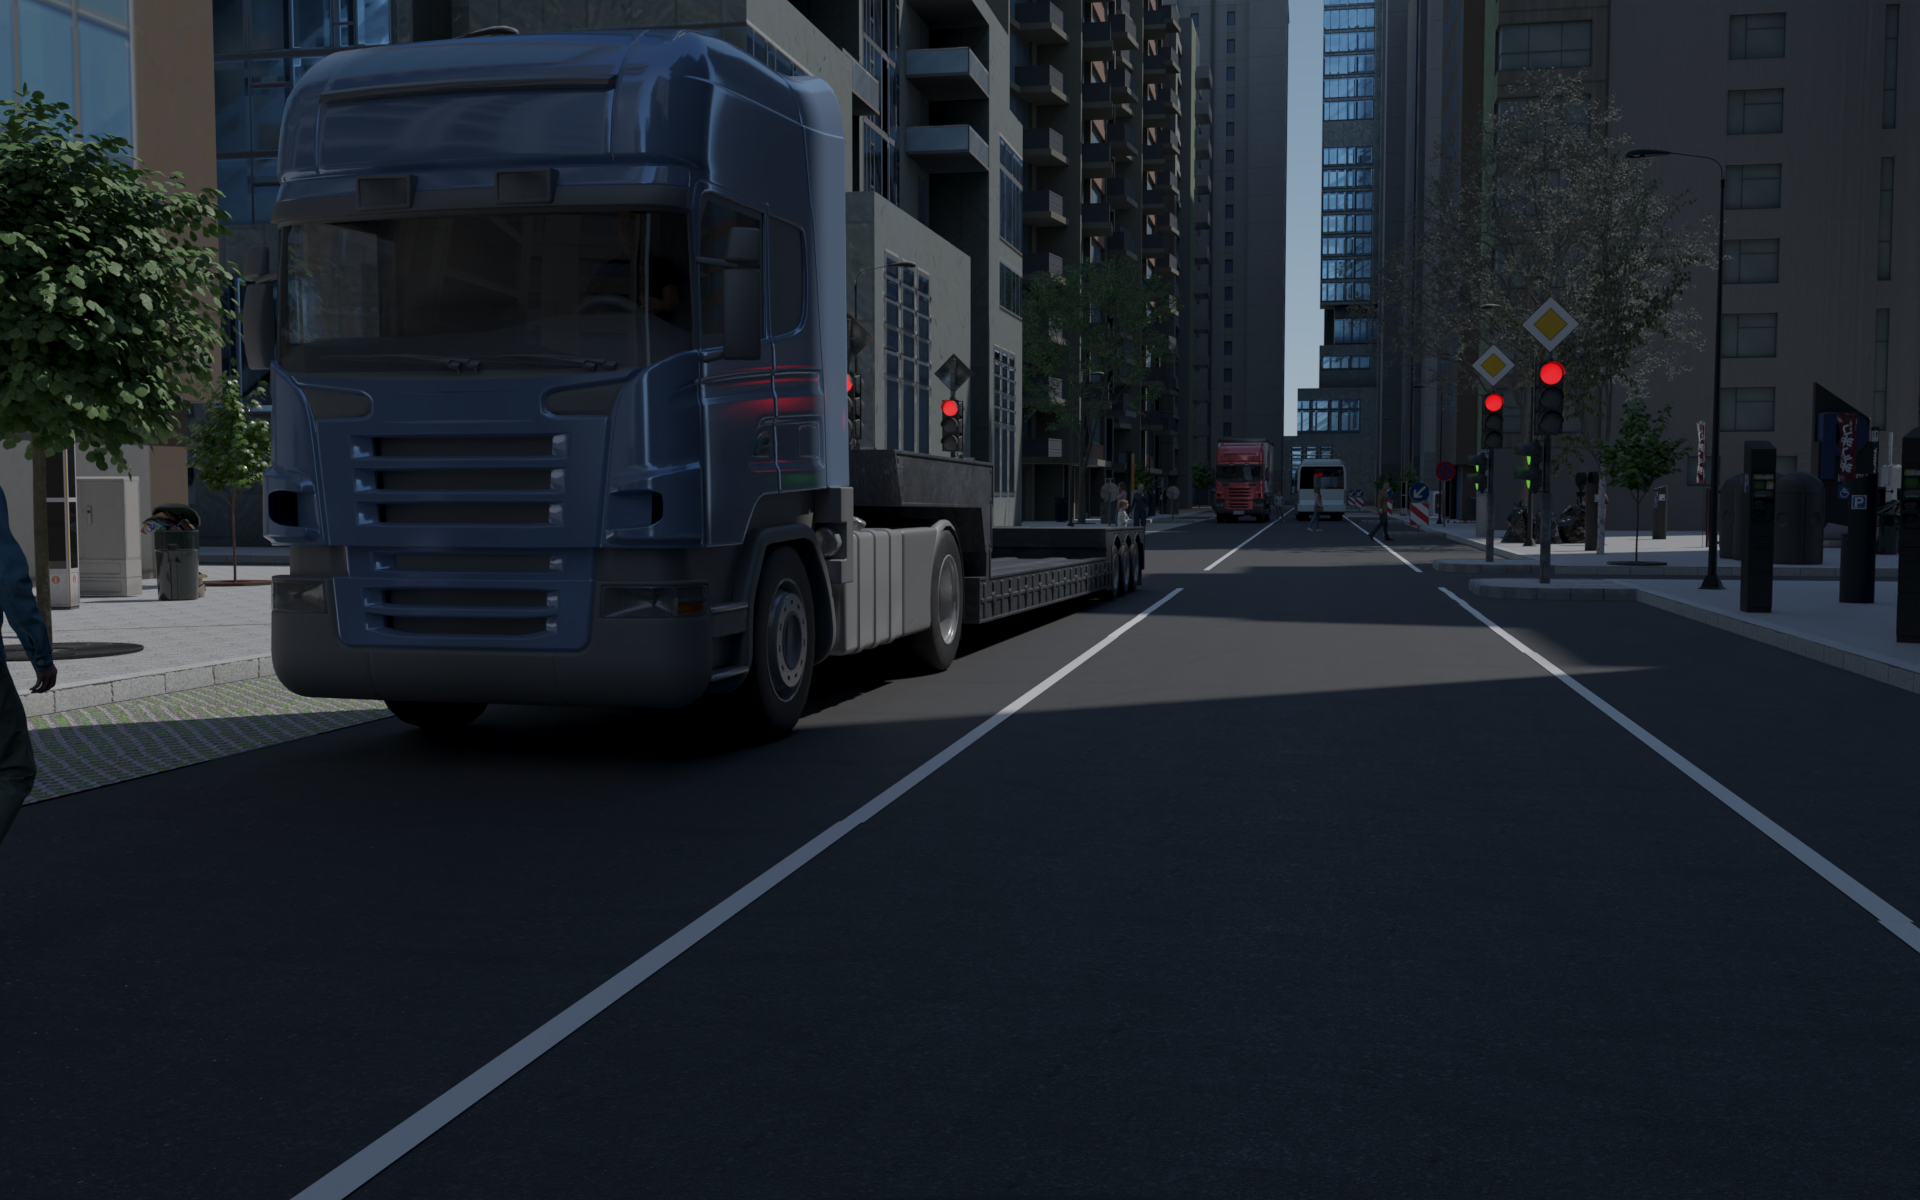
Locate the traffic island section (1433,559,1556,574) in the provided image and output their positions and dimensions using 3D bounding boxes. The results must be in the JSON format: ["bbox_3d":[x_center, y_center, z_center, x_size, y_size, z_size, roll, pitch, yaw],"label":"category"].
[{"bbox_3d":[10.021,-0.638,32.706,2.009,0.180,2.903,1,4,12],"label":"traffic island section"}]

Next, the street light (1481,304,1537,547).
[{"bbox_3d":[13.438,-4.273,42.406,1.470,5.913,1.316,1,4,12],"label":"street light"}]

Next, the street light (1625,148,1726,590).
[{"bbox_3d":[9.626,-3.106,23.324,1.470,5.913,1.316,1,4,12],"label":"street light"}]

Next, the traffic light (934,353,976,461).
[{"bbox_3d":[-0.123,-2.796,34.641,0.839,4.253,0.868,1,4,12],"label":"traffic light"}]

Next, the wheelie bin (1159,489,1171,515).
[{"bbox_3d":[12.870,-6.166,108.715,0.693,1.594,0.980,1,4,22],"label":"wheelie bin"}]

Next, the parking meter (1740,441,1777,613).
[{"bbox_3d":[8.661,-0.800,18.794,0.255,1.863,0.399,1,4,11],"label":"parking meter"}]

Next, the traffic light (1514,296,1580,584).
[{"bbox_3d":[8.385,-2.193,24.776,0.839,4.253,0.868,1,4,12],"label":"traffic light"}]

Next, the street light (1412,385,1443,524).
[{"bbox_3d":[19.968,-6.202,73.942,1.470,5.913,1.316,1,4,12],"label":"street light"}]

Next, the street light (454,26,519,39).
[{"bbox_3d":[-5.059,-2.748,17.465,1.470,5.913,1.316,1,4,12],"label":"street light"}]

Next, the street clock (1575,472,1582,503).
[{"bbox_3d":[20.642,-3.244,57.603,0.358,2.002,0.471,0,4,-2],"label":"street clock"}]

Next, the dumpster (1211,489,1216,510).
[{"bbox_3d":[20.701,-7.829,136.218,1.865,1.857,1.264,1,4,13],"label":"dumpster"}]

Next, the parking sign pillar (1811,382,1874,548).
[{"bbox_3d":[21.168,-3.247,41.560,1.447,3.967,1.447,0,4,3],"label":"parking sign pillar"}]

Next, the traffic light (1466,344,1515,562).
[{"bbox_3d":[9.983,-2.672,32.600,0.839,4.253,0.868,1,4,12],"label":"traffic light"}]

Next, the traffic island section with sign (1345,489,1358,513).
[{"bbox_3d":[30.411,-7.573,132.451,1.989,1.847,2.006,1,4,12],"label":"traffic island section with sign"}]

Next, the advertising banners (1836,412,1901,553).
[{"bbox_3d":[19.732,-2.513,37.268,2.074,3.025,0.090,-1,4,-9],"label":"advertising banners"}]

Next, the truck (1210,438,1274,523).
[{"bbox_3d":[14.687,-6.141,89.323,2.839,4.237,11.283,1,4,12],"label":"truck"}]

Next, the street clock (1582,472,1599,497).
[{"bbox_3d":[20.461,-3.143,55.965,0.358,2.002,0.471,0,4,-3],"label":"street clock"}]

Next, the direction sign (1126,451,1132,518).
[{"bbox_3d":[8.878,-6.062,91.117,0.379,3.537,0.876,-1,4,-11],"label":"direction sign"}]

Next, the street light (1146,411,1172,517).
[{"bbox_3d":[11.214,-7.647,97.569,1.470,5.913,1.316,1,4,12],"label":"street light"}]

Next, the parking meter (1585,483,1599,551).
[{"bbox_3d":[14.339,-1.881,39.164,0.372,1.533,0.369,0,3,0],"label":"parking meter"}]

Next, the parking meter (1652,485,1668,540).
[{"bbox_3d":[19.808,-2.484,49.020,0.372,1.533,0.369,0,3,0],"label":"parking meter"}]

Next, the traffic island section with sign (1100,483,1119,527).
[{"bbox_3d":[5.102,-3.070,58.823,1.989,1.847,2.006,1,4,12],"label":"traffic island section with sign"}]

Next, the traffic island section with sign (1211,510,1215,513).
[{"bbox_3d":[20.548,-7.694,134.423,1.989,1.847,2.006,1,4,12],"label":"traffic island section with sign"}]

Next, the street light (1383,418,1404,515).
[{"bbox_3d":[26.457,-8.142,105.667,1.470,5.913,1.316,1,4,12],"label":"street light"}]

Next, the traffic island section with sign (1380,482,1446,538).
[{"bbox_3d":[15.195,-3.013,57.883,1.989,1.847,2.006,1,4,12],"label":"traffic island section with sign"}]

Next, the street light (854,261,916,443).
[{"bbox_3d":[-1.564,-3.809,34.824,1.470,5.913,1.316,1,4,12],"label":"street light"}]

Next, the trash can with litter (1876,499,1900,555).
[{"bbox_3d":[19.338,-1.542,36.604,1.055,1.170,0.624,0,4,7],"label":"trash can with litter"}]

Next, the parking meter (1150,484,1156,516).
[{"bbox_3d":[11.175,-5.811,100.718,0.399,1.863,0.255,-3,5,-43],"label":"parking meter"}]

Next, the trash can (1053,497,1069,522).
[{"bbox_3d":[4.632,-4.134,79.251,0.748,1.137,0.748,0,3,0],"label":"trash can"}]

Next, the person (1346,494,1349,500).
[{"bbox_3d":[33.409,-8.707,150.861,1.348,1.823,0.705,-2,4,-34],"label":"person"}]

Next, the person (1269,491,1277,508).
[{"bbox_3d":[31.345,-10.004,172.854,0.721,1.735,1.217,-3,4,-36],"label":"person"}]

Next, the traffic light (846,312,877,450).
[{"bbox_3d":[-1.722,-2.318,26.817,0.839,4.253,0.868,1,4,12],"label":"traffic light"}]

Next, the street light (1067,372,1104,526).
[{"bbox_3d":[4.780,-5.724,66.121,1.470,5.913,1.316,1,4,12],"label":"street light"}]

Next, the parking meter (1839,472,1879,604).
[{"bbox_3d":[10.597,-0.735,20.424,0.372,1.533,0.369,0,3,0],"label":"parking meter"}]

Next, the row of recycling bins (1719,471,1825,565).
[{"bbox_3d":[15.394,-1.583,32.992,1.069,1.692,3.534,0,4,5],"label":"row of recycling bins"}]

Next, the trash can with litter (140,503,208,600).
[{"bbox_3d":[-9.578,-0.598,21.166,0.624,1.170,1.055,-1,4,-15],"label":"trash can with litter"}]

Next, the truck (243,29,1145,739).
[{"bbox_3d":[-0.547,-1.675,17.144,2.967,4.110,18.799,1,4,13],"label":"truck"}]

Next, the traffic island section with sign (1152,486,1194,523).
[{"bbox_3d":[10.563,-4.707,85.589,1.989,1.847,2.006,1,4,12],"label":"traffic island section with sign"}]

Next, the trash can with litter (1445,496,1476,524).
[{"bbox_3d":[22.102,-3.970,75.963,2.233,1.210,1.678,1,4,20],"label":"trash can with litter"}]

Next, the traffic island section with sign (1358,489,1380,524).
[{"bbox_3d":[20.587,-4.631,84.350,1.989,1.847,2.006,1,4,12],"label":"traffic island section with sign"}]

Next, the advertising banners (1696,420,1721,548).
[{"bbox_3d":[18.158,-2.789,41.784,2.074,3.025,0.090,-3,5,-44],"label":"advertising banners"}]

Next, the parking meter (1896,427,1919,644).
[{"bbox_3d":[8.288,-0.564,14.939,0.255,1.863,0.399,3,5,44],"label":"parking meter"}]

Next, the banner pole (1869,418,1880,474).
[{"bbox_3d":[29.873,-4.084,56.786,0.401,3.779,0.863,0,4,-2],"label":"banner pole"}]

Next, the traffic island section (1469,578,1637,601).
[{"bbox_3d":[8.422,-0.159,24.882,2.009,0.180,2.903,1,4,12],"label":"traffic island section"}]
